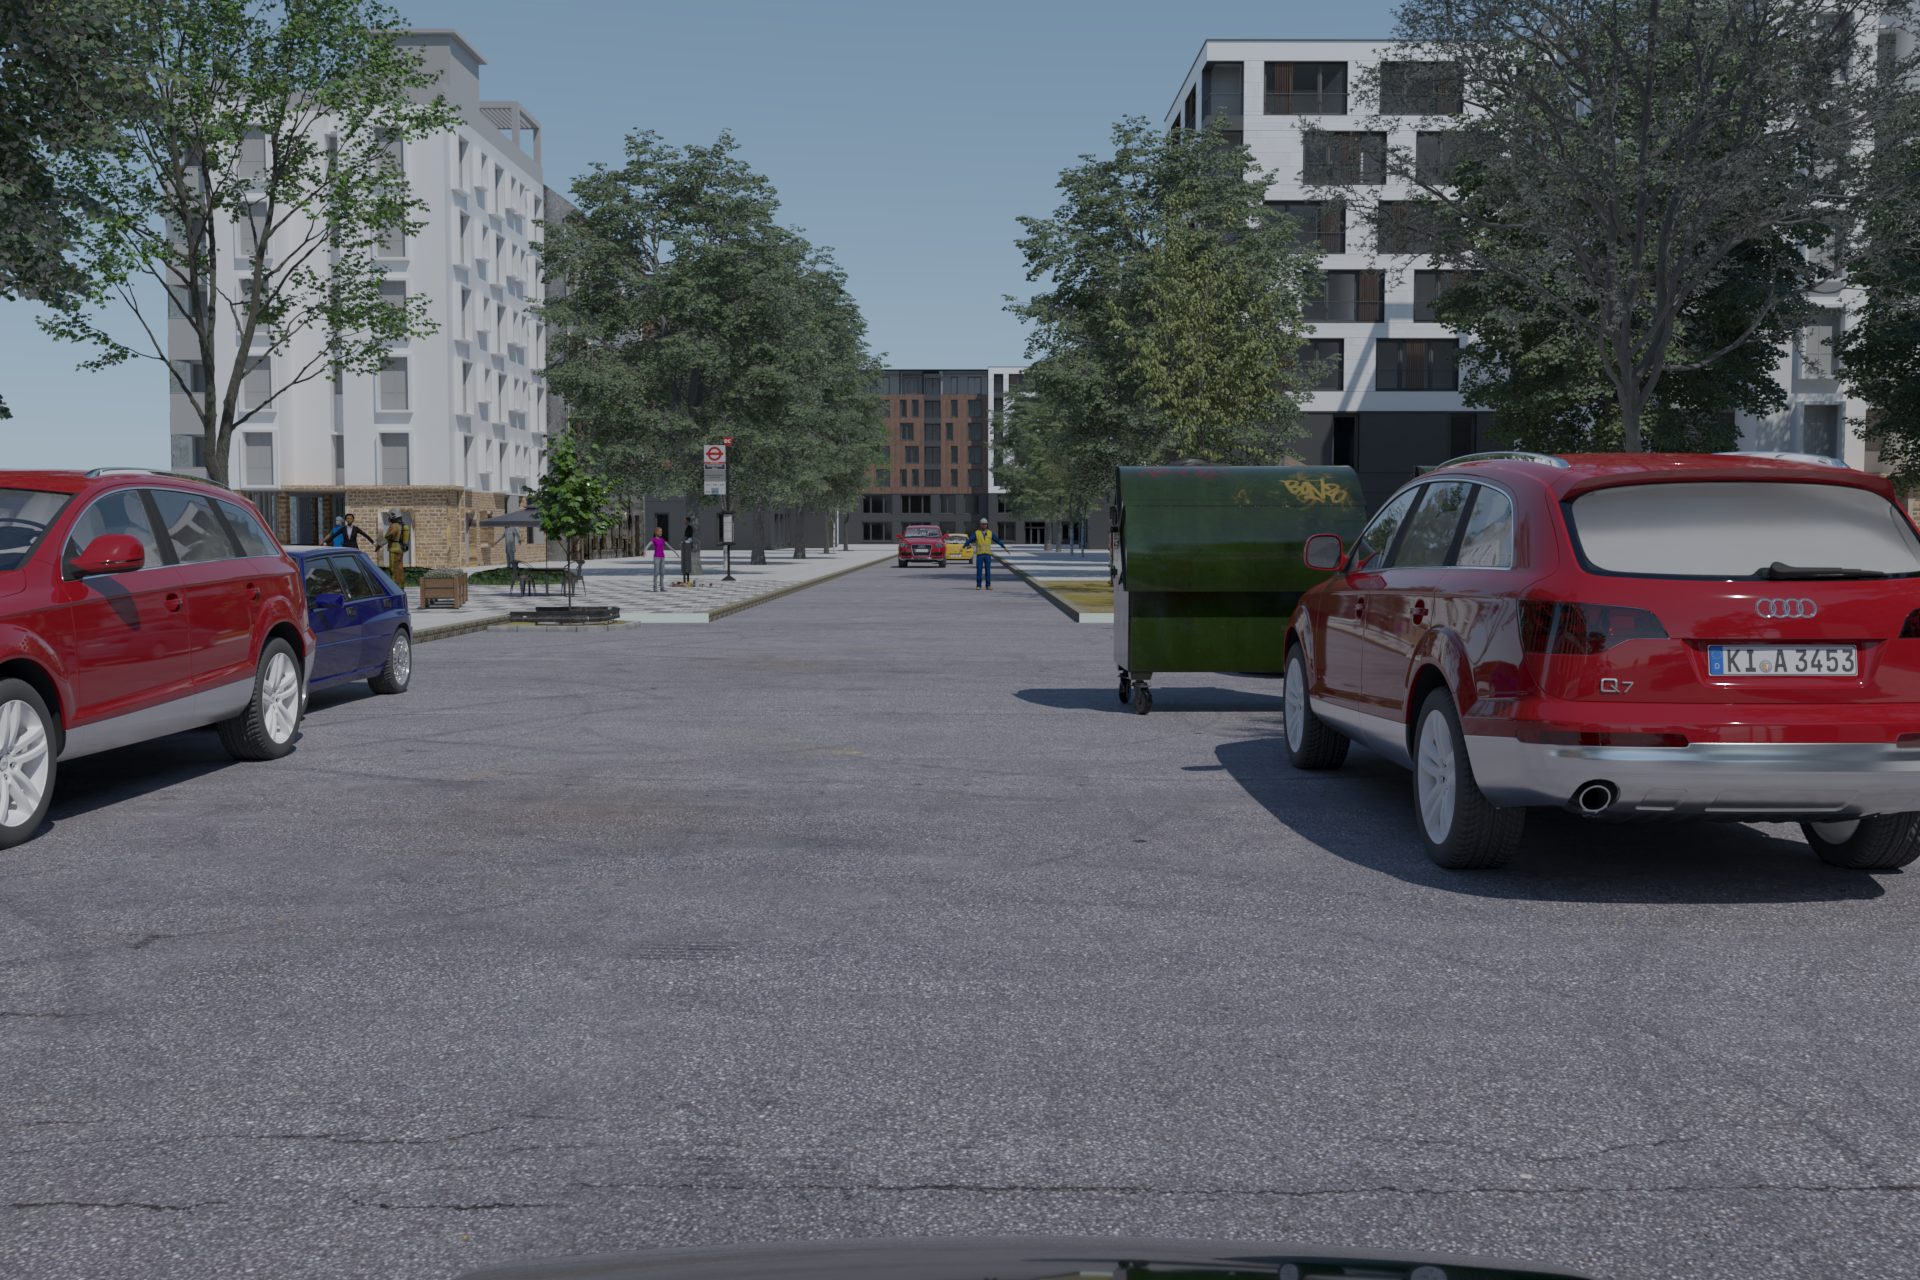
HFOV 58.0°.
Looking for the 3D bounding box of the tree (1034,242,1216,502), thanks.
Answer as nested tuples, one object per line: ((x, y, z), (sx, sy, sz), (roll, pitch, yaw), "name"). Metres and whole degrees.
((6.668, -9.172, 68.091), (7.486, 12.596, 7.792), (0, 3, 0), "tree")

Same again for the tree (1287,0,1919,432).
((10.060, -7.046, 25.580), (12.009, 13.543, 11.850), (0, 3, 0), "tree")

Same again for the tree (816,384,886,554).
((-8.625, -11.370, 111.654), (9.928, 11.665, 9.643), (0, 3, 0), "tree")

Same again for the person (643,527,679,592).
((-6.623, -1.777, 38.317), (0.599, 1.433, 0.991), (3, 5, 42), "person")

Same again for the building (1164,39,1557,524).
((24.004, -14.941, 88.262), (27.936, 21.610, 32.646), (0, 4, 0), "building")

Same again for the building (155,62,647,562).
((-27.365, -15.794, 89.168), (19.493, 23.208, 18.063), (0, 4, 1), "building")

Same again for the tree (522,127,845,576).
((-8.421, -8.974, 53.387), (9.857, 13.997, 8.962), (0, 3, 0), "tree")

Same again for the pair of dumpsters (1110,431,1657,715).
((3.444, -0.568, 14.245), (4.436, 2.255, 1.574), (0, 4, -1), "pair of dumpsters")

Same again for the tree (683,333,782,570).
((-8.707, -6.848, 62.324), (4.360, 8.622, 3.978), (0, 3, 0), "tree")

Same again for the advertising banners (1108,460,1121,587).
((3.740, -2.791, 41.814), (0.090, 3.025, 2.074), (0, 4, -2), "advertising banners")

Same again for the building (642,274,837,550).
((-25.692, -18.873, 152.544), (27.936, 21.610, 32.646), (0, 4, -1), "building")

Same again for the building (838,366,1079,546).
((1.272, -23.063, 223.507), (32.646, 21.610, 27.936), (0, 3, 0), "building")

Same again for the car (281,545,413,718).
((-5.864, -0.102, 14.255), (1.945, 1.354, 3.894), (0, 3, 0), "car")

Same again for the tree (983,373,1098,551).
((6.593, -13.729, 131.124), (9.857, 13.997, 8.962), (0, 3, 0), "tree")

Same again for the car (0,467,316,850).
((-5.318, -0.052, 9.526), (2.281, 1.827, 5.304), (0, 4, 0), "car")

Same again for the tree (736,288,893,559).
((-8.141, -11.127, 88.588), (9.857, 13.997, 8.962), (0, 3, 0), "tree")

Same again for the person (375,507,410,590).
((-12.116, -1.919, 37.139), (0.705, 1.858, 1.354), (1, 4, 9), "person")

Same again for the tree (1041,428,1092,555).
((6.699, -9.608, 107.456), (4.360, 8.622, 3.978), (0, 3, 0), "tree")

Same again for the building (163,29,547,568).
((-23.910, -12.840, 66.354), (16.016, 20.090, 11.380), (0, 3, 0), "building")

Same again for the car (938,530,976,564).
((-0.201, -4.498, 83.773), (2.015, 1.641, 3.980), (0, 4, 0), "car")

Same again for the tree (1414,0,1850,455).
((14.793, -8.087, 38.881), (9.857, 13.997, 8.962), (0, 3, 0), "tree")

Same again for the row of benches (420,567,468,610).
((-9.289, -0.965, 31.239), (1.422, 0.672, 4.104), (-1, 4, -13), "row of benches")

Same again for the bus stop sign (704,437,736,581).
((-6.573, -3.595, 47.476), (0.855, 3.939, 0.416), (0, 4, 0), "bus stop sign")

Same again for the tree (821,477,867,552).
((-8.577, -10.406, 120.498), (4.737, 8.622, 4.395), (0, 3, 0), "tree")

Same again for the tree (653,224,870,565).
((-8.505, -10.102, 71.831), (9.857, 13.997, 8.962), (0, 3, 0), "tree")

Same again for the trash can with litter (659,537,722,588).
((-6.554, -1.926, 42.552), (1.678, 1.210, 2.233), (0, 4, 1), "trash can with litter")

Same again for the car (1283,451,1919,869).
((3.043, -0.017, 8.943), (2.281, 1.827, 5.304), (0, 3, 0), "car")

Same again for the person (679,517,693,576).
((-8.432, -2.902, 53.665), (0.704, 1.802, 1.346), (0, 4, 4), "person")

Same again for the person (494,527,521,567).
((-15.354, -3.231, 59.017), (1.347, 1.806, 0.705), (3, 4, 37), "person")

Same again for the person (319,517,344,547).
((-19.145, -2.892, 53.418), (1.347, 1.817, 0.704), (1, 4, 18), "person")

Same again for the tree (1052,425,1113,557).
((6.558, -8.818, 94.532), (4.360, 8.622, 3.978), (0, 3, 0), "tree")

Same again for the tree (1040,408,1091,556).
((6.376, -9.246, 101.529), (4.360, 8.622, 3.978), (0, 3, 0), "tree")

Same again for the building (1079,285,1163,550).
((24.680, -19.238, 158.513), (27.936, 21.610, 32.646), (0, 3, 0), "building")

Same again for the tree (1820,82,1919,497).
((26.492, -8.352, 43.209), (9.857, 13.997, 8.962), (0, 3, 0), "tree")

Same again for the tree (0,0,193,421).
((-12.048, -6.718, 16.503), (9.857, 13.997, 8.962), (0, 3, 0), "tree")

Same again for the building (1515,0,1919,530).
((26.101, -12.675, 63.650), (16.016, 20.090, 11.380), (0, 4, 0), "building")

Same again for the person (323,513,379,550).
((-13.445, -1.924, 38.172), (1.216, 1.740, 0.721), (-1, 4, -14), "person")

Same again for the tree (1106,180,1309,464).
((4.985, -5.248, 36.175), (4.737, 8.622, 4.395), (0, 3, 0), "tree")

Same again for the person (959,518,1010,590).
((0.613, -2.202, 44.431), (1.349, 1.833, 0.705), (-1, 4, -10), "person")

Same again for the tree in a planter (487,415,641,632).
((-5.919, -1.770, 26.158), (1.991, 3.239, 1.994), (0, 3, 0), "tree in a planter")

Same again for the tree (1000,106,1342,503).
((6.276, -8.841, 51.206), (9.857, 13.997, 8.962), (0, 3, 0), "tree")

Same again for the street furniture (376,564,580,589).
((-15.003, -1.737, 44.027), (10.072, 0.657, 5.734), (2, 4, 26), "street furniture")

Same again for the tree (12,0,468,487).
((-11.814, -6.221, 27.474), (9.928, 11.665, 9.643), (0, 3, 0), "tree")

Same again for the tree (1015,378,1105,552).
((7.237, -12.409, 121.013), (7.486, 12.596, 7.792), (0, 3, 0), "tree")

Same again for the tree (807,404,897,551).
((-8.492, -12.448, 129.282), (9.928, 11.665, 9.643), (0, 3, 0), "tree")

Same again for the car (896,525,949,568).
((-1.604, -4.058, 75.025), (2.281, 1.827, 5.304), (0, 4, 0), "car")
